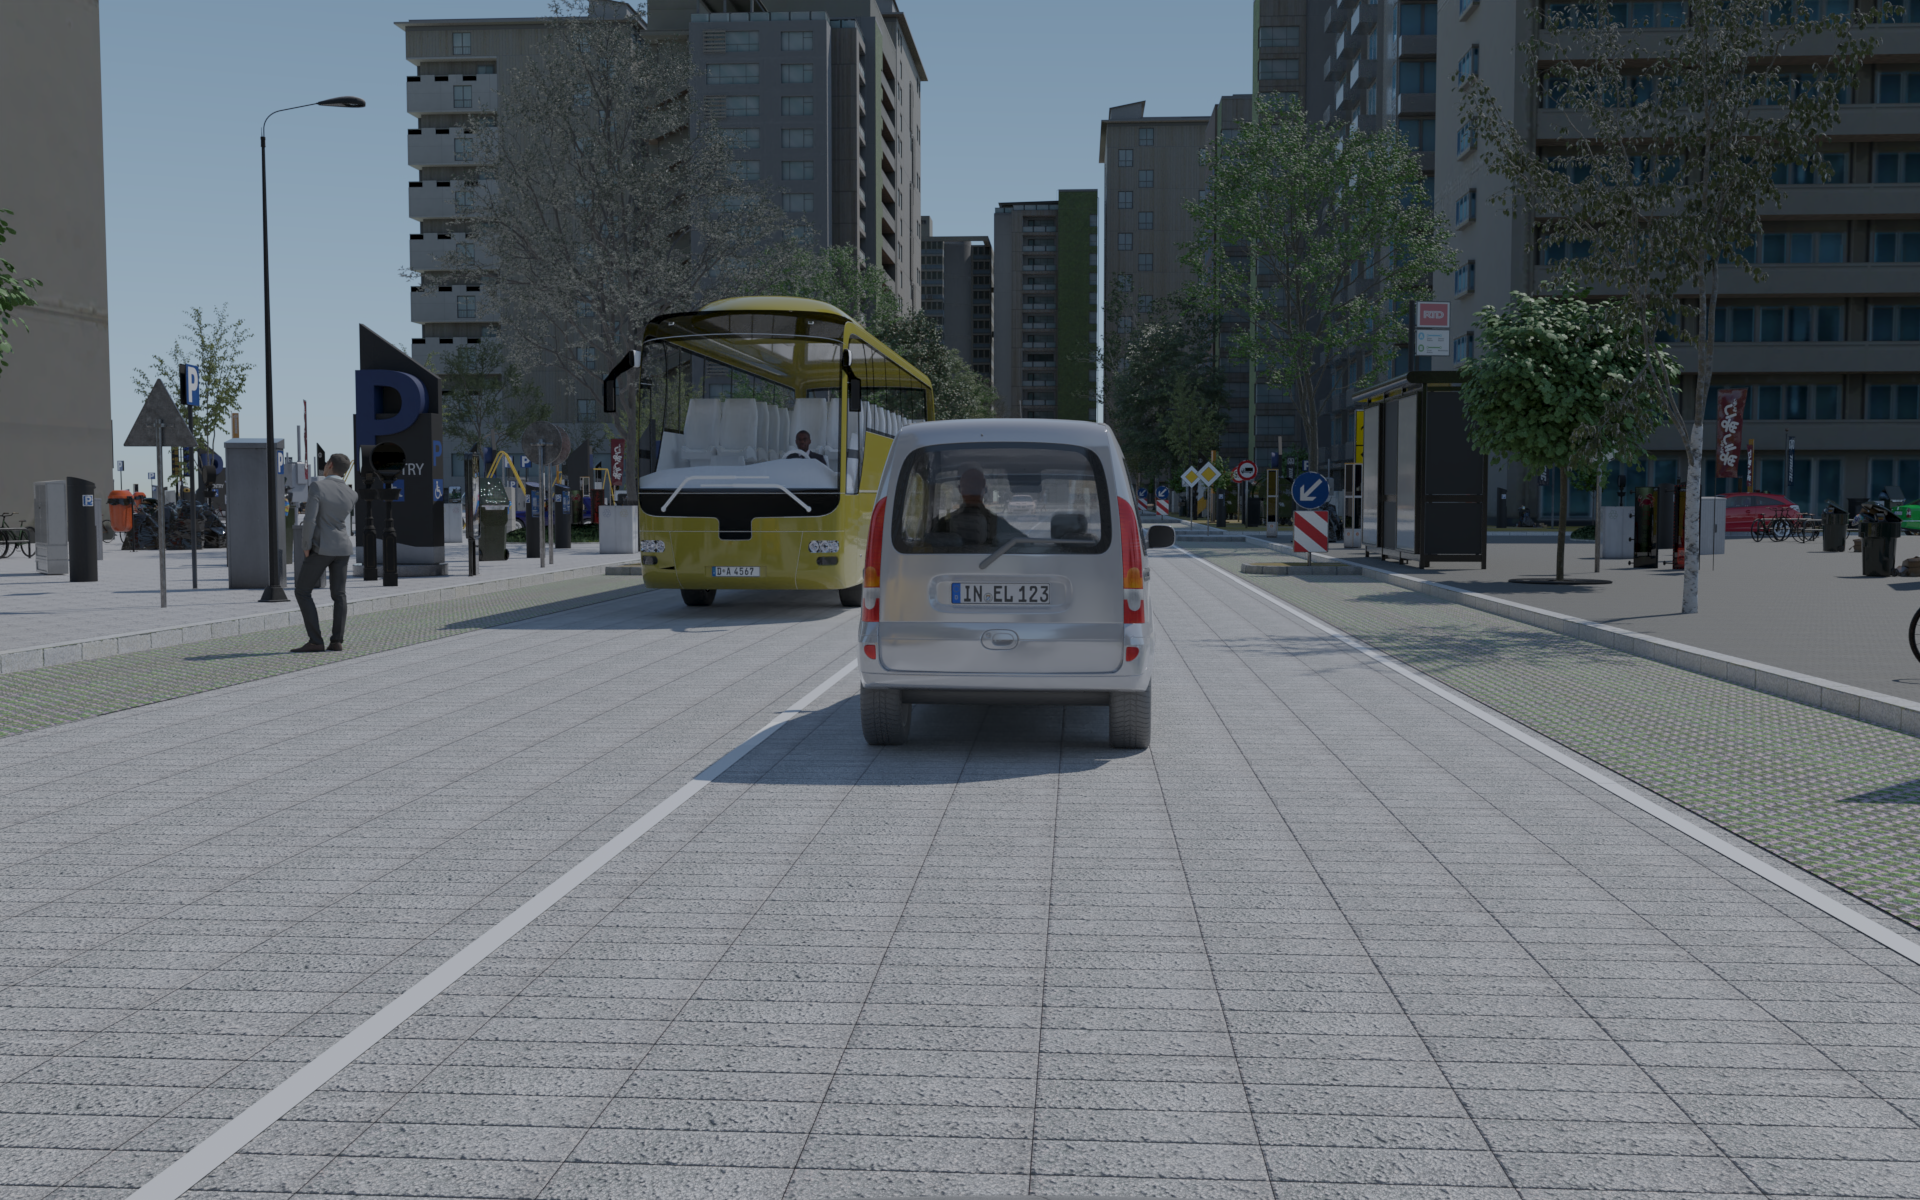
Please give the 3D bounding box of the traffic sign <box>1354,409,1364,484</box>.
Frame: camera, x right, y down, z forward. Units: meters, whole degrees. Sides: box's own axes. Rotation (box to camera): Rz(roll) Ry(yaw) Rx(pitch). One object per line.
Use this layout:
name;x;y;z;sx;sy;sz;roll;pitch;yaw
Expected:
traffic sign;10.569;-2.907;41.409;2.265;3.308;0.079;0;4;8

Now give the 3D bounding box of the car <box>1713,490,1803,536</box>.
car;25.105;-2.914;56.680;4.494;1.783;2.155;0;4;6

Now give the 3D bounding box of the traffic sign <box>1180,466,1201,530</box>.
traffic sign;8.156;-3.511;61.040;0.795;2.450;0.064;0;4;4

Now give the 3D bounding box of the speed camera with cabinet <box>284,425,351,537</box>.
speed camera with cabinet;-18.836;-3.440;50.587;0.660;3.252;2.038;2;4;30

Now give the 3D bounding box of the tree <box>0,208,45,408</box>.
tree;-9.379;-1.877;14.396;4.285;4.588;4.351;0;3;0

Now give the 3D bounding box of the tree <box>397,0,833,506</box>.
tree;-8.125;-8.047;41.945;12.009;13.543;11.850;0;3;0

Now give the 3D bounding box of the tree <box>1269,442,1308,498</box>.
tree;21.241;-7.729;110.087;4.285;4.588;4.351;0;3;0

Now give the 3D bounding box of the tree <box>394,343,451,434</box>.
tree;-26.546;-8.161;83.793;4.737;8.622;4.395;0;3;0

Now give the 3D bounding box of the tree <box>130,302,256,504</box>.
tree;-28.861;-7.070;65.951;4.737;8.622;4.395;0;3;0

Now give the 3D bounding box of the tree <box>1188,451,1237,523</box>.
tree;11.407;-5.064;77.402;1.663;3.219;1.824;0;3;0

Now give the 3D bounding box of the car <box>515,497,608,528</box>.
car;-13.623;-2.812;58.549;3.894;1.354;1.945;0;4;3

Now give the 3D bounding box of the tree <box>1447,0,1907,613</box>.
tree;7.731;-4.175;18.619;4.360;8.622;3.978;0;3;0

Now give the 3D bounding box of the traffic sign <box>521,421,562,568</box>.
traffic sign;-7.287;-1.838;30.157;0.768;2.556;0.104;1;4;12

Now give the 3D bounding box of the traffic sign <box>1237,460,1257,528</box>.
traffic sign;10.737;-3.959;64.837;0.768;2.556;0.104;0;4;4

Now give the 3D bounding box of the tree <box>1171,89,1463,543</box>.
tree;9.204;-7.327;45.558;9.928;11.665;9.643;0;3;0

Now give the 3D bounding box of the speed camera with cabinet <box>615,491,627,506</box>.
speed camera with cabinet;-16.234;-5.645;86.636;2.038;3.252;0.660;-1;4;-10

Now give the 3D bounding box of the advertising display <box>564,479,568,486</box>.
advertising display;-16.855;-4.217;74.164;0.123;1.923;0.974;-1;4;-14

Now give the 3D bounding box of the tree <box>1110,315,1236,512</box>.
tree;15.076;-13.213;122.680;9.857;13.997;8.962;0;3;0

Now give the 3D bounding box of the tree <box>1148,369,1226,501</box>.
tree;13.439;-9.259;101.743;4.737;8.622;4.395;0;3;0

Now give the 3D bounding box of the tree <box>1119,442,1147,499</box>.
tree;18.825;-14.274;183.747;4.737;8.622;4.395;0;3;0

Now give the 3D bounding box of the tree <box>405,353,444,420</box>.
tree;-28.439;-8.498;89.305;4.360;8.622;3.978;0;3;0

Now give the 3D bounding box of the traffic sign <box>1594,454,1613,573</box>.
traffic sign;10.427;-1.722;28.267;0.768;2.556;0.104;0;4;7

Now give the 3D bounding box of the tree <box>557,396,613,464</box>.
tree;-28.027;-10.922;128.944;4.360;8.622;3.978;0;3;0

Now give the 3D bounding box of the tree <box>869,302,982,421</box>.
tree;-3.262;-11.433;103.933;9.611;12.733;9.660;0;3;0

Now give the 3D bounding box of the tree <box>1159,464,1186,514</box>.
tree;14.058;-7.068;110.163;1.663;3.219;1.824;0;3;0

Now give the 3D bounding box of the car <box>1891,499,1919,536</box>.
car;32.489;-2.868;55.688;4.718;1.807;1.959;0;4;5

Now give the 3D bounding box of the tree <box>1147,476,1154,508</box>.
tree;18.377;-10.460;165.625;1.663;3.219;1.824;0;3;0

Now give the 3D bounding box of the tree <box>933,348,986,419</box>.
tree;-1.077;-13.222;134.310;7.486;12.596;7.792;0;3;0

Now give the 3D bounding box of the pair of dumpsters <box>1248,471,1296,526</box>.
pair of dumpsters;12.850;-4.217;71.443;1.574;2.255;4.437;0;4;4

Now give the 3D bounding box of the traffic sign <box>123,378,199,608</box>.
traffic sign;-8.992;-1.191;19.484;0.884;2.594;0.081;0;4;6

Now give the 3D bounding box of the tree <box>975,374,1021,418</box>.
tree;1.740;-16.263;176.262;12.009;13.543;11.850;0;3;0

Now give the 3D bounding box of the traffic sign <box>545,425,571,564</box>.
traffic sign;-7.476;-1.926;31.598;0.768;2.556;0.104;0;4;4

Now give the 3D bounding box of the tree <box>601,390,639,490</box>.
tree;-21.390;-10.091;115.355;4.737;8.622;4.395;0;3;0

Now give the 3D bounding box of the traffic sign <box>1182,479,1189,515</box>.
traffic sign;12.702;-5.785;96.717;0.606;2.300;0.079;1;4;14

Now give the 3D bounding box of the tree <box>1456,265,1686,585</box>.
tree;8.678;-2.521;24.934;4.285;4.588;4.351;0;3;0

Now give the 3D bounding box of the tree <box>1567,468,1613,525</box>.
tree;23.309;-4.222;63.631;1.663;3.219;1.824;0;3;0

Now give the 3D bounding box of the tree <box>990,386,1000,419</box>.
tree;0.034;-13.306;143.304;9.928;11.665;9.643;0;3;0

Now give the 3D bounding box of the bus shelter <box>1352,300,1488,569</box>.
bus shelter;8.944;-3.425;33.634;2.179;5.291;8.768;0;4;4

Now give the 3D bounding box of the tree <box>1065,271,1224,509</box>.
tree;15.737;-17.865;147.974;12.611;20.169;13.585;0;3;0

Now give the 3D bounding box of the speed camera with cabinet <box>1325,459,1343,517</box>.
speed camera with cabinet;21.197;-6.344;98.066;2.038;3.252;0.660;-3;4;-37

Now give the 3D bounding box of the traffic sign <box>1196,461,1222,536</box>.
traffic sign;7.608;-3.023;53.074;0.795;2.450;0.064;0;4;4

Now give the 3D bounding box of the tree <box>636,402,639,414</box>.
tree;-15.673;-8.799;94.220;4.360;8.622;3.978;0;3;0

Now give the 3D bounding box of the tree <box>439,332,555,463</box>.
tree;-26.919;-10.071;99.065;8.767;10.594;7.601;1;4;9

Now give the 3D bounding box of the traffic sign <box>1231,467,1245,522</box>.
traffic sign;12.838;-4.870;79.727;0.768;2.556;0.104;0;4;7

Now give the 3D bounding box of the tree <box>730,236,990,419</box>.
tree;-5.760;-8.741;68.665;9.928;11.665;9.643;0;3;0

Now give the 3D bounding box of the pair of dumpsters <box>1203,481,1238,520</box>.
pair of dumpsters;13.246;-5.202;87.545;1.574;2.255;4.437;0;4;4

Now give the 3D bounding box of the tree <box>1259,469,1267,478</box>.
tree;23.087;-8.305;130.392;1.663;3.219;1.824;0;3;0

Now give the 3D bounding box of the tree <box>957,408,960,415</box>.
tree;3.375;-16.058;196.961;8.767;10.594;7.601;0;4;-3
